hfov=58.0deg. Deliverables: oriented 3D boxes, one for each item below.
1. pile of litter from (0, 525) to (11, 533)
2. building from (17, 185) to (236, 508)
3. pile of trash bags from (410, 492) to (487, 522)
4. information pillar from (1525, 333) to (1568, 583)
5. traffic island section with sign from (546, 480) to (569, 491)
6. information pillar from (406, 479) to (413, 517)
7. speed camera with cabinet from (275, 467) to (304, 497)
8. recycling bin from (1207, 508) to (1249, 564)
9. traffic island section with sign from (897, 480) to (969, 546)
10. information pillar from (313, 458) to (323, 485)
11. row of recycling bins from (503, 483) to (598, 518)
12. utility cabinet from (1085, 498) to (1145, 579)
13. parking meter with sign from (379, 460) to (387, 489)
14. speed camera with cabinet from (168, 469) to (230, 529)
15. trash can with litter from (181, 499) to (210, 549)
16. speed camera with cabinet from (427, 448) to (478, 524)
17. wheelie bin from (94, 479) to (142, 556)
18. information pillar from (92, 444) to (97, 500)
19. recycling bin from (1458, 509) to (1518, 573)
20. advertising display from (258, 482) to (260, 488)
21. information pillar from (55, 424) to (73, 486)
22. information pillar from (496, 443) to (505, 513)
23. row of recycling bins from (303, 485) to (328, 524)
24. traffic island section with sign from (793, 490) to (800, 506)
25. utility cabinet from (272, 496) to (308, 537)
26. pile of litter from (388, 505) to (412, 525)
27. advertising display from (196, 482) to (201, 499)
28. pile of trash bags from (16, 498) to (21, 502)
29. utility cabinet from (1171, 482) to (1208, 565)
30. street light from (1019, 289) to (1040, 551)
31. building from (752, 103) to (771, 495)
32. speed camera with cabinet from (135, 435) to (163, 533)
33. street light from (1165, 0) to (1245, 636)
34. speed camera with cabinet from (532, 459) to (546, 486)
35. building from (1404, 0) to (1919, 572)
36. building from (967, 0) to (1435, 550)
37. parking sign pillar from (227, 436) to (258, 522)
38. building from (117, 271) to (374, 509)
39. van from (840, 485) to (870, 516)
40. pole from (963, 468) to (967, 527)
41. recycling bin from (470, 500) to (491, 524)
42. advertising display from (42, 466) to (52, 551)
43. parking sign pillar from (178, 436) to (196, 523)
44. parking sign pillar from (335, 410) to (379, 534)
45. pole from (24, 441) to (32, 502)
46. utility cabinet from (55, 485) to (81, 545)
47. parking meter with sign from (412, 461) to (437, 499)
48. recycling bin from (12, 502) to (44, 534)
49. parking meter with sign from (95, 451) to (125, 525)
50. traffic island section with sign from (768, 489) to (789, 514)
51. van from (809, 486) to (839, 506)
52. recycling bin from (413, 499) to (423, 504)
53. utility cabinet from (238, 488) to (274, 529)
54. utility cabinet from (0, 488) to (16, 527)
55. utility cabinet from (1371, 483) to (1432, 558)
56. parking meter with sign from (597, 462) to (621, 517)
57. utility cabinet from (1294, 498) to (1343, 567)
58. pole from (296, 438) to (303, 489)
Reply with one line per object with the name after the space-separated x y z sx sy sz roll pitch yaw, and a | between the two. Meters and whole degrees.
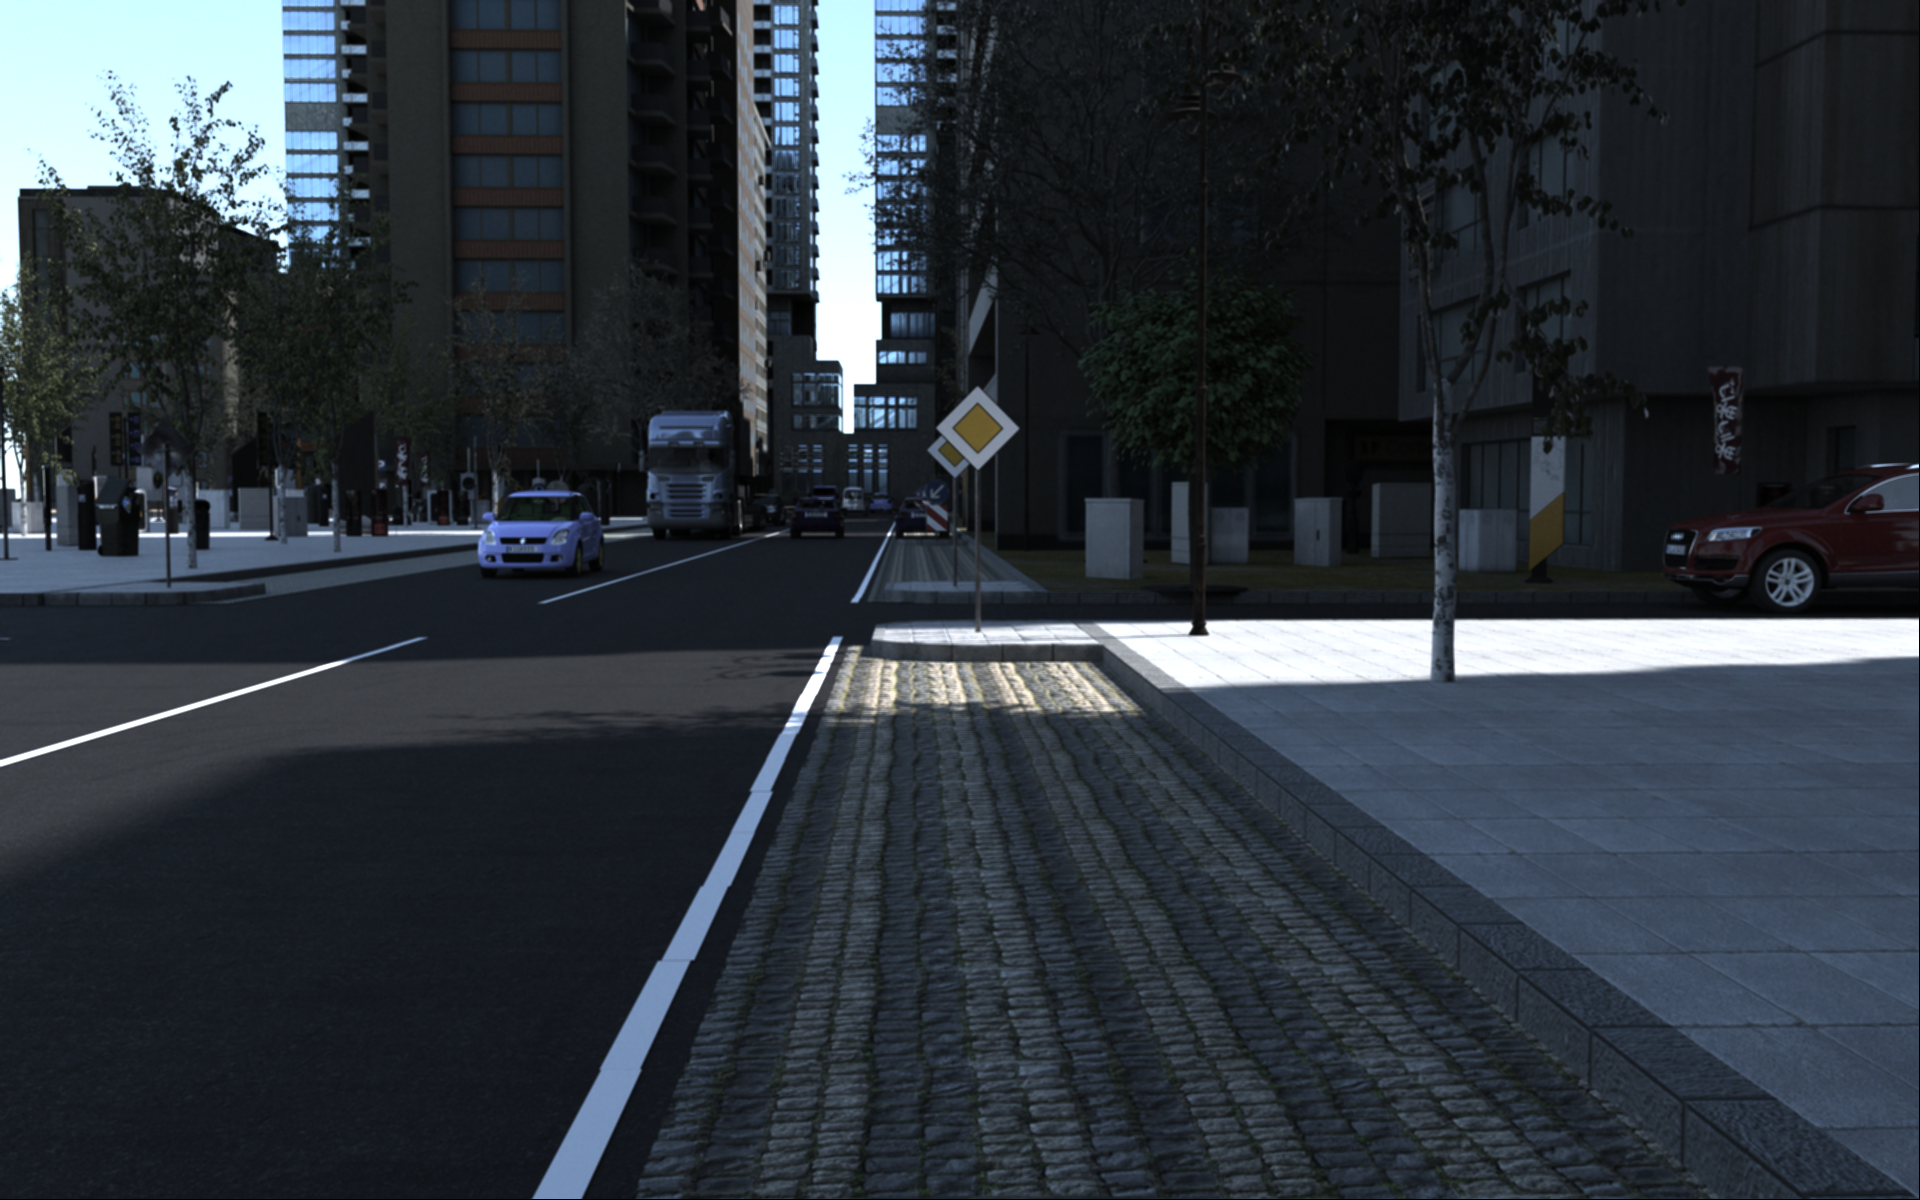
-32.210 -2.645 57.219 1.176 0.858 1.719 3 5 40 | pile of litter
-79.467 -24.118 166.035 14.107 30.474 14.160 0 4 -2 | building
-23.777 -4.330 80.543 3.447 1.369 1.912 -2 4 -25 | pile of trash bags
8.435 -2.050 24.875 0.504 3.616 0.183 2 4 35 | information pillar
-11.283 -2.432 48.386 1.989 1.847 2.006 0 4 -2 | traffic island section with sign
-26.030 -4.722 81.700 0.304 2.012 0.304 2 4 34 | information pillar
-23.758 -4.103 61.423 0.660 3.252 2.038 -2 4 -32 | speed camera with cabinet
4.923 -1.184 31.919 0.722 1.027 0.722 0 4 2 | recycling bin
-0.767 -2.450 48.684 1.989 1.847 2.006 0 4 -2 | traffic island section with sign
-34.136 -6.171 92.244 0.504 3.616 0.183 -1 4 -22 | information pillar
-15.501 -3.578 65.613 3.534 1.692 1.069 -1 4 -11 | row of recycling bins
2.362 -0.936 26.463 0.306 1.237 1.020 -3 4 -38 | utility cabinet
-29.312 -5.595 87.743 0.543 3.016 1.738 -1 4 -21 | parking meter with sign
-28.209 -4.270 64.149 2.038 3.252 0.660 -1 4 -9 | speed camera with cabinet
-17.775 -1.767 40.283 0.624 1.170 1.055 -2 4 -26 | trash can with litter
-21.540 -4.843 73.512 2.038 3.252 0.660 -1 4 -12 | speed camera with cabinet
-17.460 -1.714 35.933 0.980 1.594 0.693 1 4 20 | wheelie bin
-40.540 -5.492 81.149 0.183 3.616 0.504 -1 4 -15 | information pillar
8.690 -0.977 28.524 0.722 1.027 0.722 -1 4 -8 | recycling bin
-37.826 -5.381 93.187 0.123 1.923 0.974 0 4 -7 | advertising display
-29.944 -4.074 57.960 0.504 3.616 0.183 -3 4 -37 | information pillar
-20.818 -5.326 78.435 0.183 3.616 0.504 2 4 23 | information pillar
-28.539 -4.247 76.548 1.069 1.692 3.534 -2 4 -28 | row of recycling bins
-14.351 -8.810 152.663 1.989 1.847 2.006 0 4 -2 | traffic island section with sign
-20.180 -2.510 52.198 0.306 1.237 1.020 2 4 32 | utility cabinet
-23.402 -3.518 71.486 1.719 0.858 1.176 -3 4 -37 | pile of litter
-39.998 -5.235 90.808 0.123 1.923 0.974 -3 5 -43 | advertising display
-53.167 -5.260 95.749 3.447 1.369 1.912 -3 4 -36 | pile of trash bags
4.179 -1.394 31.477 0.318 1.500 1.173 -1 4 -11 | utility cabinet
1.502 -4.046 38.932 0.468 5.910 1.993 0 4 -2 | street light
-29.751 -28.488 157.656 23.993 40.220 32.217 0 4 -2 | building
-27.065 -3.840 57.113 0.660 3.252 2.038 0 4 2 | speed camera with cabinet
2.175 -2.618 15.589 0.468 5.910 1.993 0 4 -2 | street light
-23.221 -6.367 98.441 2.038 3.252 0.660 0 4 1 | speed camera with cabinet
16.755 -21.221 30.562 14.086 41.232 14.154 0 4 -2 | building
11.186 -26.004 48.872 21.300 48.544 21.600 0 4 -2 | building
-33.361 -5.631 80.545 1.447 3.967 1.447 2 4 34 | parking sign pillar
-56.776 -19.259 159.931 28.899 21.520 27.650 0 4 -2 | building
-6.837 -6.443 112.359 2.013 2.044 4.112 0 4 -1 | van
0.208 -4.549 68.224 0.158 3.312 0.155 0 3 0 | pole
-20.678 -3.801 74.695 0.722 1.027 0.722 0 4 -4 | recycling bin
-20.813 -2.096 39.485 0.123 1.923 0.974 -2 4 -30 | advertising display
-34.791 -5.441 77.432 1.447 3.967 1.447 1 4 16 | parking sign pillar
-19.433 -4.118 55.799 1.447 3.967 1.447 0 4 0 | parking sign pillar
-36.023 -4.474 66.997 0.158 3.312 0.155 0 3 0 | pole
-22.129 -2.104 43.074 0.318 1.500 1.173 -1 4 -9 | utility cabinet
-28.446 -5.917 92.999 1.738 3.016 0.543 -1 4 -13 | parking meter with sign
-30.180 -2.662 56.076 0.722 1.027 0.722 3 5 39 | recycling bin
-34.880 -4.561 70.841 1.738 3.016 0.543 2 4 29 | parking meter with sign
-13.556 -7.162 125.719 1.989 1.847 2.006 0 4 -2 | traffic island section with sign
-10.020 -7.585 128.391 2.240 2.365 5.245 0 4 -2 | van
-26.253 -4.322 83.219 0.722 1.027 0.722 0 4 -4 | recycling bin
-25.319 -3.283 62.352 1.173 1.500 0.318 -2 4 -31 | utility cabinet
-37.301 -3.579 67.203 0.318 1.500 1.173 3 4 37 | utility cabinet
8.822 -1.588 34.647 1.173 1.500 0.318 -1 4 -17 | utility cabinet
-19.660 -6.081 95.691 1.738 3.016 0.543 0 4 8 | parking meter with sign
6.421 -1.221 31.121 0.306 1.237 1.020 -2 4 -27 | utility cabinet
-24.015 -4.230 63.010 0.158 3.312 0.155 0 3 0 | pole
